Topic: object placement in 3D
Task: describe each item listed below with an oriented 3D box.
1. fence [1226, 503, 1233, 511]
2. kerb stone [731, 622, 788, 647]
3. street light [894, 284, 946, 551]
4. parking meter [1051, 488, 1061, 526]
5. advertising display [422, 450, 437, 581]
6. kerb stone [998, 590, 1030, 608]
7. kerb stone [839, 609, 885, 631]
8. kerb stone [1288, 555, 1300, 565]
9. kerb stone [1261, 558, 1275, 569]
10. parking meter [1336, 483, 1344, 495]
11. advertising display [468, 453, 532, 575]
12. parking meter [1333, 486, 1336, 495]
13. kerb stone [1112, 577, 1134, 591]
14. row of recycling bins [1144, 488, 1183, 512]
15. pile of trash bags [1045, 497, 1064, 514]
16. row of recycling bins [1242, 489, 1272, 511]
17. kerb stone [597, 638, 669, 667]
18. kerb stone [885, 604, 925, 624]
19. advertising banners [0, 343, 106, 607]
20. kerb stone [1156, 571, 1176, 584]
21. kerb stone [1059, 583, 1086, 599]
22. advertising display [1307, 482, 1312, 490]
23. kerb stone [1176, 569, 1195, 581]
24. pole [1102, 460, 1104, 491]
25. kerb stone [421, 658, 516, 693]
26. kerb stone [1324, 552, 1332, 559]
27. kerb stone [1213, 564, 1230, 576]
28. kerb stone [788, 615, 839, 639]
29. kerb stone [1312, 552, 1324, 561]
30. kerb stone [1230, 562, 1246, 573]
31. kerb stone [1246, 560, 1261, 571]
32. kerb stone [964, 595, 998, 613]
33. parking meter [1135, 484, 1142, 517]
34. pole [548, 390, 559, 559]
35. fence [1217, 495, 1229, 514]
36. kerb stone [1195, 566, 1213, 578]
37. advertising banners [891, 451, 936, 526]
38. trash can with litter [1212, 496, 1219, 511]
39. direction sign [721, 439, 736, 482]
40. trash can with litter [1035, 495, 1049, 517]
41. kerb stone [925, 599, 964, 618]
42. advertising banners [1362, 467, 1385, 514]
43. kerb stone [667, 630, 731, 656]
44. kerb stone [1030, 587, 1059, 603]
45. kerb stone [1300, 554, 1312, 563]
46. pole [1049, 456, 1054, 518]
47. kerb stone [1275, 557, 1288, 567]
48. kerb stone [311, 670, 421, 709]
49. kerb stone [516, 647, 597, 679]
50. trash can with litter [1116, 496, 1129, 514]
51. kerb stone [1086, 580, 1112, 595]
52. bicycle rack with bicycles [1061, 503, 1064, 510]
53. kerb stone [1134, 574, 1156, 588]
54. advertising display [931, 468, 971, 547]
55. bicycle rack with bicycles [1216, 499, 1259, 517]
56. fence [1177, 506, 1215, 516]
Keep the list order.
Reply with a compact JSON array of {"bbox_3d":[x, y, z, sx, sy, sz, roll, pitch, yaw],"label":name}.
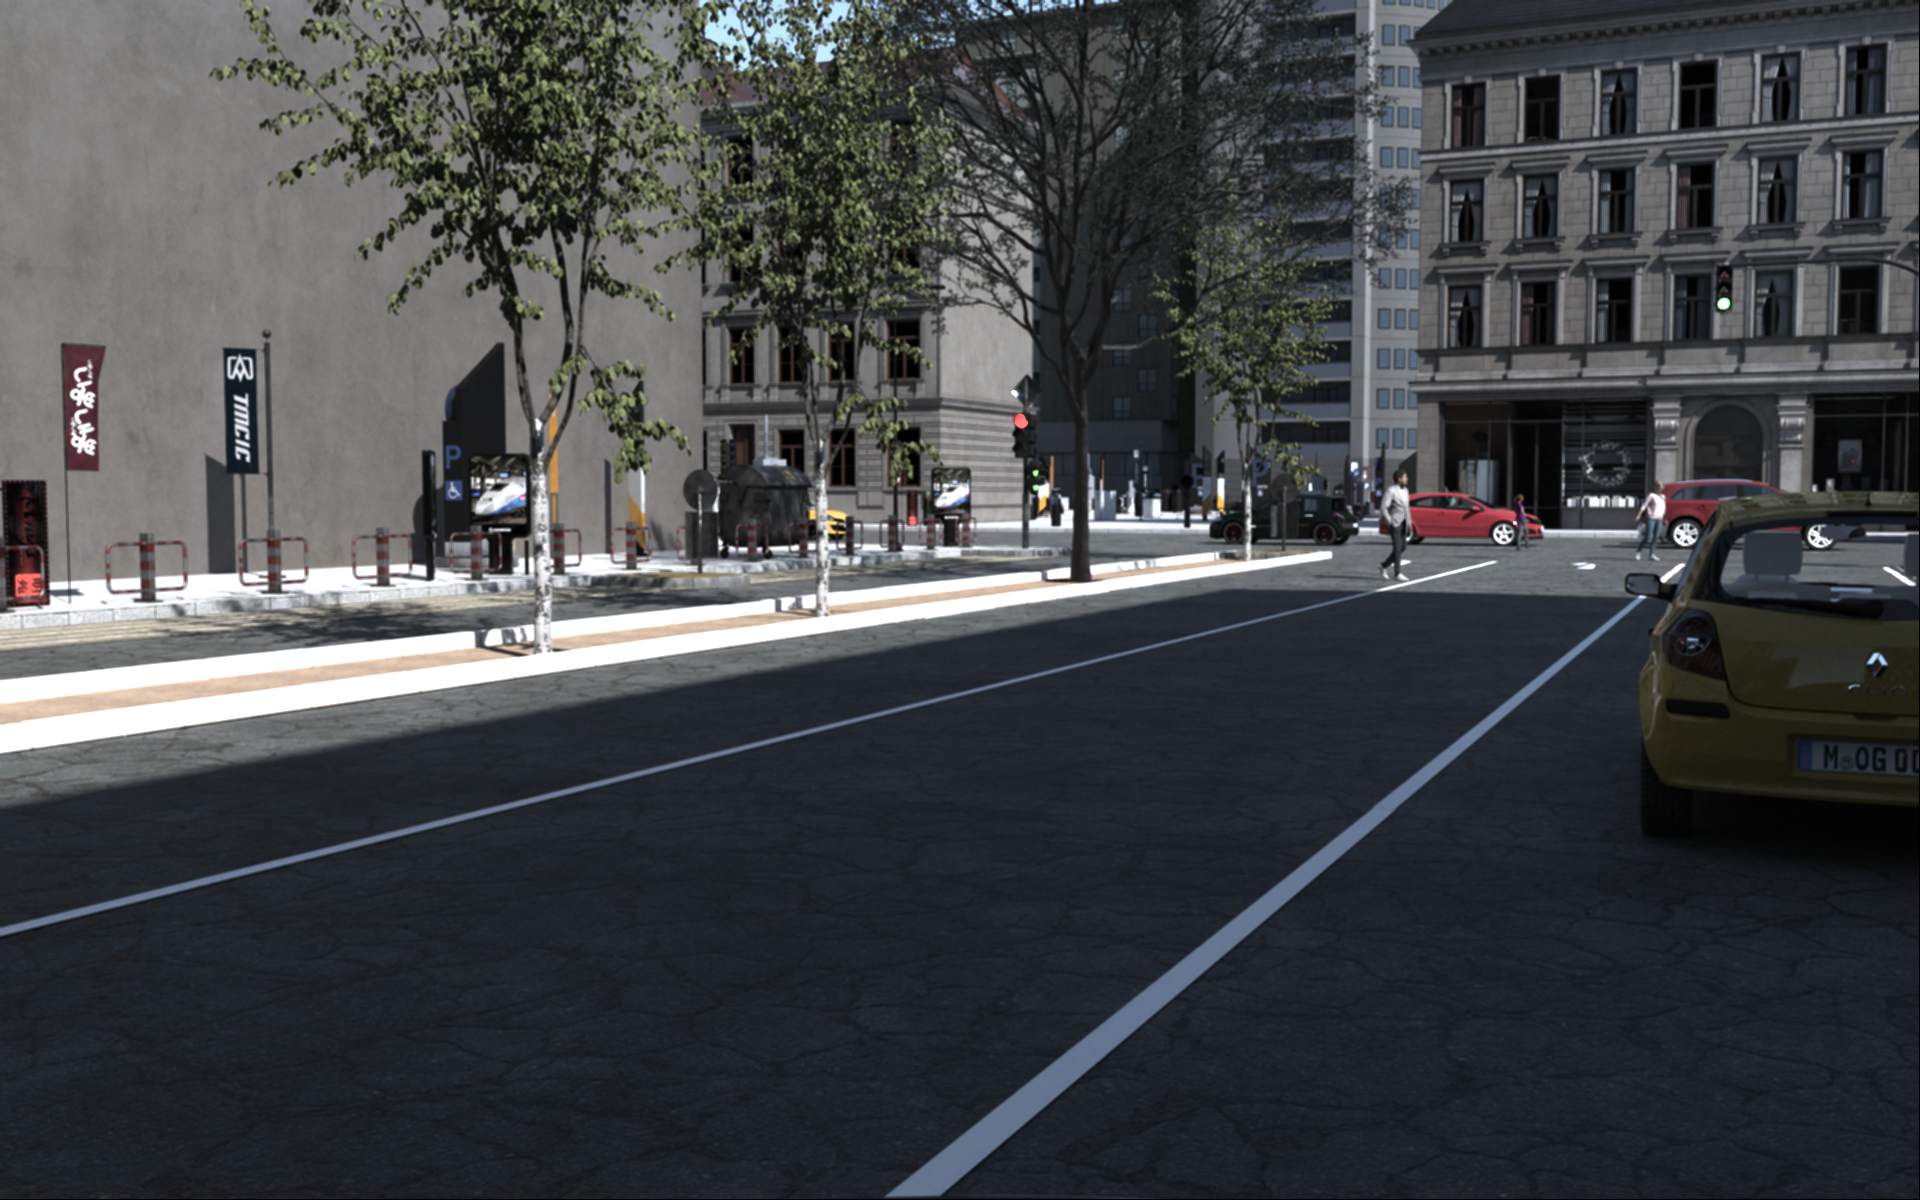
[{"bbox_3d":[18.564,-6.040,114.123,2.069,0.683,0.278,0,4,5],"label":"fence"},{"bbox_3d":[-1.989,0.342,16.688,0.120,0.150,1.000,2,4,25],"label":"kerb stone"},{"bbox_3d":[-0.961,-4.042,38.634,1.470,5.913,1.316,2,4,25],"label":"street light"},{"bbox_3d":[3.830,-3.704,68.970,0.372,1.533,0.369,0,3,0],"label":"parking meter"},{"bbox_3d":[-7.917,-1.263,25.866,0.123,1.923,0.974,-1,4,-13],"label":"advertising display"},{"bbox_3d":[0.615,-0.004,22.274,0.120,0.150,1.000,2,4,25],"label":"kerb stone"},{"bbox_3d":[-1.115,0.223,18.542,0.120,0.150,1.000,2,4,25],"label":"kerb stone"},{"bbox_3d":[6.706,-0.803,35.324,0.120,0.150,1.000,2,4,25],"label":"kerb stone"},{"bbox_3d":[5.844,-0.689,33.462,0.120,0.150,1.000,2,4,25],"label":"kerb stone"},{"bbox_3d":[20.723,-5.414,94.223,0.255,1.863,0.399,1,4,15],"label":"parking meter"},{"bbox_3d":[-7.309,-1.365,27.537,0.974,1.923,0.123,0,4,5],"label":"advertising display"},{"bbox_3d":[23.120,-6.154,106.323,0.399,1.863,0.255,1,4,10],"label":"parking meter"},{"bbox_3d":[2.354,-0.232,26.008,0.120,0.150,1.000,2,4,25],"label":"kerb stone"},{"bbox_3d":[14.482,-7.201,124.851,3.534,1.692,1.069,3,4,37],"label":"row of recycling bins"},{"bbox_3d":[4.953,-6.260,112.095,3.447,1.369,1.912,-2,4,-34],"label":"pile of trash bags"},{"bbox_3d":[17.451,-5.537,97.643,3.534,1.692,1.069,-2,4,-24],"label":"row of recycling bins"},{"bbox_3d":[-2.850,0.451,14.827,0.120,0.150,1.000,2,4,25],"label":"kerb stone"},{"bbox_3d":[-0.693,0.166,19.476,0.120,0.150,1.000,2,4,25],"label":"kerb stone"},{"bbox_3d":[-10.687,-1.439,19.713,0.090,3.025,2.074,2,4,35],"label":"advertising banners"},{"bbox_3d":[3.228,-0.348,27.878,0.120,0.150,1.000,2,4,25],"label":"kerb stone"},{"bbox_3d":[1.488,-0.117,24.140,0.120,0.150,1.000,2,4,25],"label":"kerb stone"},{"bbox_3d":[19.355,-5.443,94.210,0.974,1.923,0.123,-1,4,-14],"label":"advertising display"},{"bbox_3d":[3.664,-0.403,28.816,0.120,0.150,1.000,2,4,25],"label":"kerb stone"},{"bbox_3d":[8.444,-6.671,102.913,0.158,3.312,0.155,0,3,0],"label":"pole"},{"bbox_3d":[-3.721,0.564,12.970,0.120,0.150,1.000,2,4,25],"label":"kerb stone"},{"bbox_3d":[8.004,-0.971,38.115,0.120,0.150,1.000,2,4,25],"label":"kerb stone"},{"bbox_3d":[4.537,-0.518,30.673,0.120,0.150,1.000,2,4,25],"label":"kerb stone"},{"bbox_3d":[-1.557,0.280,17.617,0.120,0.150,1.000,2,4,25],"label":"kerb stone"},{"bbox_3d":[7.580,-0.916,37.180,0.120,0.150,1.000,2,4,25],"label":"kerb stone"},{"bbox_3d":[4.978,-0.575,31.604,0.120,0.150,1.000,2,4,25],"label":"kerb stone"},{"bbox_3d":[5.411,-0.632,32.533,0.120,0.150,1.000,2,4,25],"label":"kerb stone"},{"bbox_3d":[0.182,0.055,21.339,0.120,0.150,1.000,2,4,25],"label":"kerb stone"},{"bbox_3d":[10.204,-5.705,98.995,0.255,1.863,0.399,-2,4,-31],"label":"parking meter"},{"bbox_3d":[-8.001,-2.462,34.099,0.158,3.312,0.155,0,3,0],"label":"pole"},{"bbox_3d":[17.223,-6.226,113.003,0.480,1.192,2.264,0,4,-7],"label":"fence"},{"bbox_3d":[4.096,-0.462,29.745,0.120,0.150,1.000,2,4,25],"label":"kerb stone"},{"bbox_3d":[-1.888,-4.481,69.451,2.074,3.025,0.090,-2,4,-32],"label":"advertising banners"},{"bbox_3d":[19.523,-7.274,130.319,1.055,1.170,0.624,1,4,21],"label":"trash can with litter"},{"bbox_3d":[-9.606,-4.881,71.805,0.876,3.537,0.379,3,5,40],"label":"direction sign"},{"bbox_3d":[4.520,-5.182,95.780,2.233,1.210,1.678,0,4,-6],"label":"trash can with litter"},{"bbox_3d":[-0.248,0.110,20.406,0.120,0.150,1.000,2,4,25],"label":"kerb stone"},{"bbox_3d":[26.637,-7.055,111.545,2.074,3.025,0.090,-2,4,-29],"label":"advertising banners"},{"bbox_3d":[-2.425,0.394,15.760,0.120,0.150,1.000,2,4,25],"label":"kerb stone"},{"bbox_3d":[1.055,-0.062,23.211,0.120,0.150,1.000,2,4,25],"label":"kerb stone"},{"bbox_3d":[7.139,-0.858,36.254,0.120,0.150,1.000,2,4,25],"label":"kerb stone"},{"bbox_3d":[4.921,-6.038,92.562,0.158,3.312,0.155,0,3,0],"label":"pole"},{"bbox_3d":[6.273,-0.746,34.395,0.120,0.150,1.000,2,4,25],"label":"kerb stone"},{"bbox_3d":[-4.163,0.621,12.043,0.120,0.150,1.000,2,4,25],"label":"kerb stone"},{"bbox_3d":[-3.291,0.510,13.901,0.120,0.150,1.000,2,4,25],"label":"kerb stone"},{"bbox_3d":[10.383,-6.148,111.904,1.055,1.170,0.624,-1,4,-10],"label":"trash can with litter"},{"bbox_3d":[1.935,-0.176,25.072,0.120,0.150,1.000,2,4,25],"label":"kerb stone"},{"bbox_3d":[7.378,-7.524,136.394,2.852,0.926,2.925,0,4,-7],"label":"bicycle rack with bicycles"},{"bbox_3d":[2.795,-0.290,26.943,0.120,0.150,1.000,2,4,25],"label":"kerb stone"},{"bbox_3d":[-0.218,-2.266,42.266,0.974,1.923,0.123,-1,4,-16],"label":"advertising display"},{"bbox_3d":[14.081,-4.402,85.352,2.925,0.926,2.852,0,4,-6],"label":"bicycle rack with bicycles"},{"bbox_3d":[12.052,-4.468,88.422,2.069,0.683,0.278,1,4,21],"label":"fence"}]
